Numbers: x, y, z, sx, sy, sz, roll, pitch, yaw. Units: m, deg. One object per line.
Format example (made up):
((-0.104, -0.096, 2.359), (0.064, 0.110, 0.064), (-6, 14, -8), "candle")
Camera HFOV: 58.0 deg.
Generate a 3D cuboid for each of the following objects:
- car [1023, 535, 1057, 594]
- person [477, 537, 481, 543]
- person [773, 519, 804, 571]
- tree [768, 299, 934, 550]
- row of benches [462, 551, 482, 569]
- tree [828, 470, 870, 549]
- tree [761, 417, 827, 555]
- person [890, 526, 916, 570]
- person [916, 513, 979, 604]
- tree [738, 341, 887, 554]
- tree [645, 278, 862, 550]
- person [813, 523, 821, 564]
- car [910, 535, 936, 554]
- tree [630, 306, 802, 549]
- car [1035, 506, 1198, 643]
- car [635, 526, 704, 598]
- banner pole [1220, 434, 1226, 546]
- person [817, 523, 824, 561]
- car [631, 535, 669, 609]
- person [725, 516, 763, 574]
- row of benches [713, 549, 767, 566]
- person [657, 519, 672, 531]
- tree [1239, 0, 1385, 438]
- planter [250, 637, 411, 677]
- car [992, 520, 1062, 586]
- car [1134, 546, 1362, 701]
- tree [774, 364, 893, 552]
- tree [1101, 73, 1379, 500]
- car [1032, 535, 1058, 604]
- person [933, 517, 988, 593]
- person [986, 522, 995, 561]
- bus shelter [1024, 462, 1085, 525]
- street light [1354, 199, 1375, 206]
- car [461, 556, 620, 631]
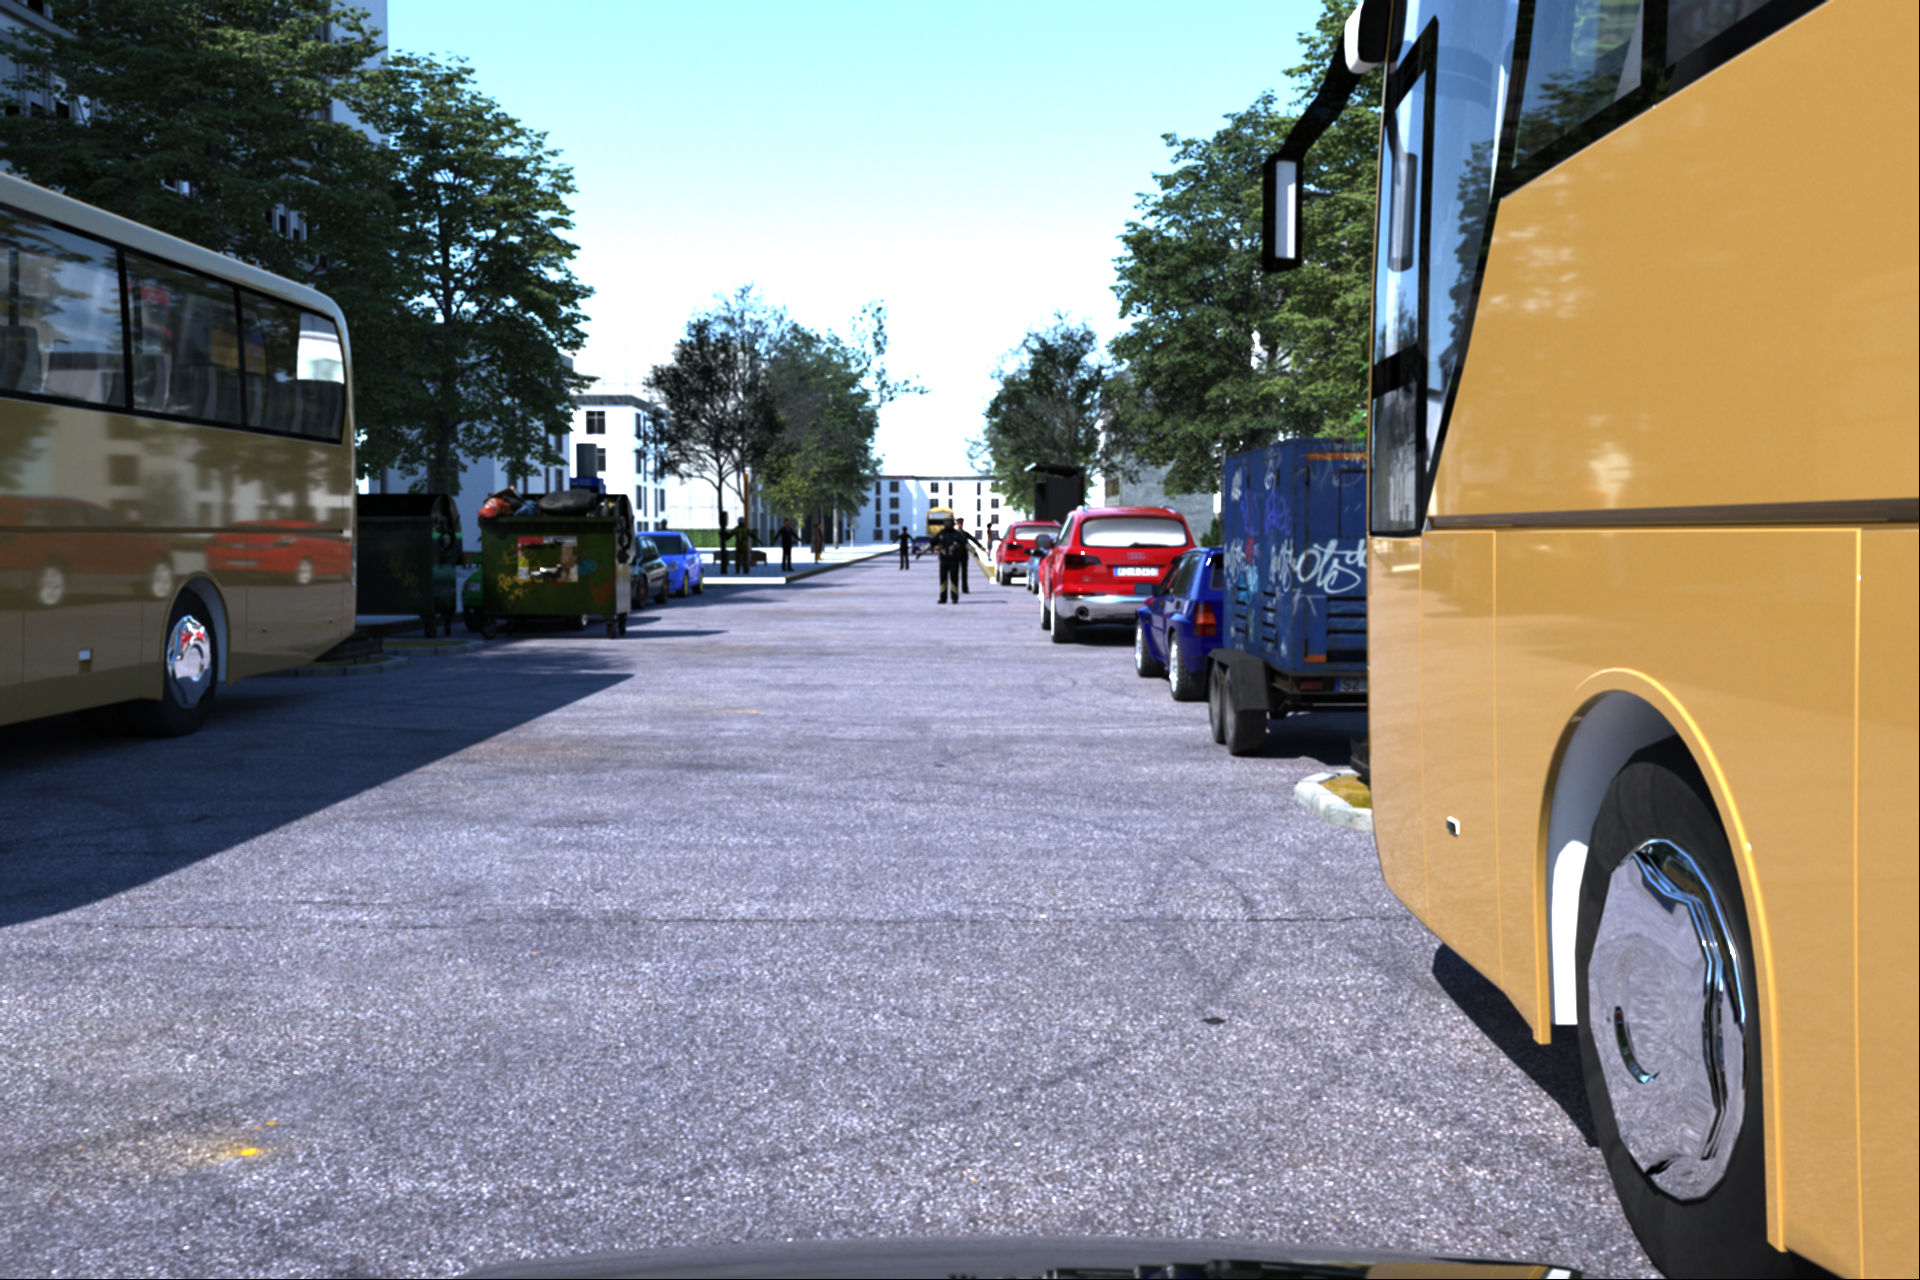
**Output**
((2.583, -1.869, 42.566), (2.014, 1.417, 4.499), (0, 4, -1), "car")
((-18.365, -3.795, 68.227), (1.347, 1.806, 0.705), (0, 4, -2), "person")
((-5.976, -3.288, 59.982), (0.704, 1.802, 1.346), (3, 5, 44), "person")
((-8.710, -17.298, 138.706), (12.611, 20.169, 13.585), (0, 3, 0), "tree")
((-18.025, -3.047, 65.275), (1.422, 0.672, 4.104), (1, 4, 12), "row of benches")
((-9.280, -12.312, 151.658), (4.360, 8.622, 3.978), (0, 3, 0), "tree")
((-10.043, -9.528, 106.146), (4.737, 8.622, 4.395), (0, 3, 0), "tree")
((-2.268, -3.673, 69.236), (1.216, 1.740, 0.721), (-2, 4, -33), "person")
((-0.235, -1.676, 35.635), (1.354, 1.856, 0.705), (1, 4, 16), "person")
((-9.671, -12.680, 113.976), (9.857, 13.997, 8.962), (0, 3, 0), "tree")
((-10.369, -10.624, 84.076), (12.009, 13.543, 11.850), (0, 3, 0), "tree")
((-5.982, -4.069, 73.334), (0.721, 1.733, 1.217), (-1, 4, -8), "person")
((-2.656, -7.002, 127.056), (1.945, 1.354, 3.894), (0, 4, 0), "car")
((-10.111, -8.388, 71.556), (7.601, 10.594, 8.767), (-1, 4, -9), "tree")
((2.218, -0.953, 24.252), (2.281, 1.827, 5.304), (0, 4, 0), "car")
((-7.004, -1.869, 40.152), (1.945, 1.707, 3.694), (0, 4, 0), "car")
((6.536, -3.243, 43.032), (0.401, 3.779, 0.863), (0, 3, 0), "banner pole")
((-6.778, -4.759, 83.944), (0.704, 1.812, 1.346), (0, 4, 3), "person")
((-6.884, -1.496, 34.248), (2.009, 1.686, 4.222), (0, 4, 0), "car")
((-7.059, -3.072, 55.990), (1.354, 1.858, 0.705), (0, 4, 4), "person")
((-8.927, -3.358, 70.360), (1.422, 0.672, 4.104), (-2, 4, -31), "row of benches")
((-9.372, -2.971, 55.036), (1.216, 1.772, 0.721), (-1, 4, -17), "person")
((8.807, -6.907, 31.054), (7.486, 12.596, 7.792), (0, 3, 0), "tree")
((-6.956, 0.173, 18.314), (1.991, 0.319, 1.994), (0, 4, 1), "planter")
((2.097, -2.505, 49.626), (2.281, 1.827, 5.304), (0, 4, -1), "car")
((2.660, -0.221, 16.202), (1.945, 1.354, 3.894), (0, 4, -1), "car")
((-9.899, -13.127, 124.994), (12.009, 13.543, 11.850), (0, 3, 0), "tree")
((8.259, -8.721, 49.242), (9.857, 13.997, 8.962), (0, 3, 0), "tree")
((2.517, -1.527, 34.006), (2.155, 1.783, 4.494), (0, 4, 0), "car")
((0.009, -2.043, 41.788), (1.347, 1.837, 0.705), (0, 4, -6), "person")
((1.428, -4.626, 81.775), (0.704, 1.843, 1.345), (1, 4, 9), "person")
((3.259, -4.193, 59.837), (1.731, 3.624, 6.357), (0, 4, -1), "bus shelter")
((6.248, -3.120, 23.551), (1.470, 5.913, 1.316), (0, 4, 0), "street light")
((-6.471, -1.122, 27.140), (1.959, 1.807, 4.718), (0, 4, -1), "car")
